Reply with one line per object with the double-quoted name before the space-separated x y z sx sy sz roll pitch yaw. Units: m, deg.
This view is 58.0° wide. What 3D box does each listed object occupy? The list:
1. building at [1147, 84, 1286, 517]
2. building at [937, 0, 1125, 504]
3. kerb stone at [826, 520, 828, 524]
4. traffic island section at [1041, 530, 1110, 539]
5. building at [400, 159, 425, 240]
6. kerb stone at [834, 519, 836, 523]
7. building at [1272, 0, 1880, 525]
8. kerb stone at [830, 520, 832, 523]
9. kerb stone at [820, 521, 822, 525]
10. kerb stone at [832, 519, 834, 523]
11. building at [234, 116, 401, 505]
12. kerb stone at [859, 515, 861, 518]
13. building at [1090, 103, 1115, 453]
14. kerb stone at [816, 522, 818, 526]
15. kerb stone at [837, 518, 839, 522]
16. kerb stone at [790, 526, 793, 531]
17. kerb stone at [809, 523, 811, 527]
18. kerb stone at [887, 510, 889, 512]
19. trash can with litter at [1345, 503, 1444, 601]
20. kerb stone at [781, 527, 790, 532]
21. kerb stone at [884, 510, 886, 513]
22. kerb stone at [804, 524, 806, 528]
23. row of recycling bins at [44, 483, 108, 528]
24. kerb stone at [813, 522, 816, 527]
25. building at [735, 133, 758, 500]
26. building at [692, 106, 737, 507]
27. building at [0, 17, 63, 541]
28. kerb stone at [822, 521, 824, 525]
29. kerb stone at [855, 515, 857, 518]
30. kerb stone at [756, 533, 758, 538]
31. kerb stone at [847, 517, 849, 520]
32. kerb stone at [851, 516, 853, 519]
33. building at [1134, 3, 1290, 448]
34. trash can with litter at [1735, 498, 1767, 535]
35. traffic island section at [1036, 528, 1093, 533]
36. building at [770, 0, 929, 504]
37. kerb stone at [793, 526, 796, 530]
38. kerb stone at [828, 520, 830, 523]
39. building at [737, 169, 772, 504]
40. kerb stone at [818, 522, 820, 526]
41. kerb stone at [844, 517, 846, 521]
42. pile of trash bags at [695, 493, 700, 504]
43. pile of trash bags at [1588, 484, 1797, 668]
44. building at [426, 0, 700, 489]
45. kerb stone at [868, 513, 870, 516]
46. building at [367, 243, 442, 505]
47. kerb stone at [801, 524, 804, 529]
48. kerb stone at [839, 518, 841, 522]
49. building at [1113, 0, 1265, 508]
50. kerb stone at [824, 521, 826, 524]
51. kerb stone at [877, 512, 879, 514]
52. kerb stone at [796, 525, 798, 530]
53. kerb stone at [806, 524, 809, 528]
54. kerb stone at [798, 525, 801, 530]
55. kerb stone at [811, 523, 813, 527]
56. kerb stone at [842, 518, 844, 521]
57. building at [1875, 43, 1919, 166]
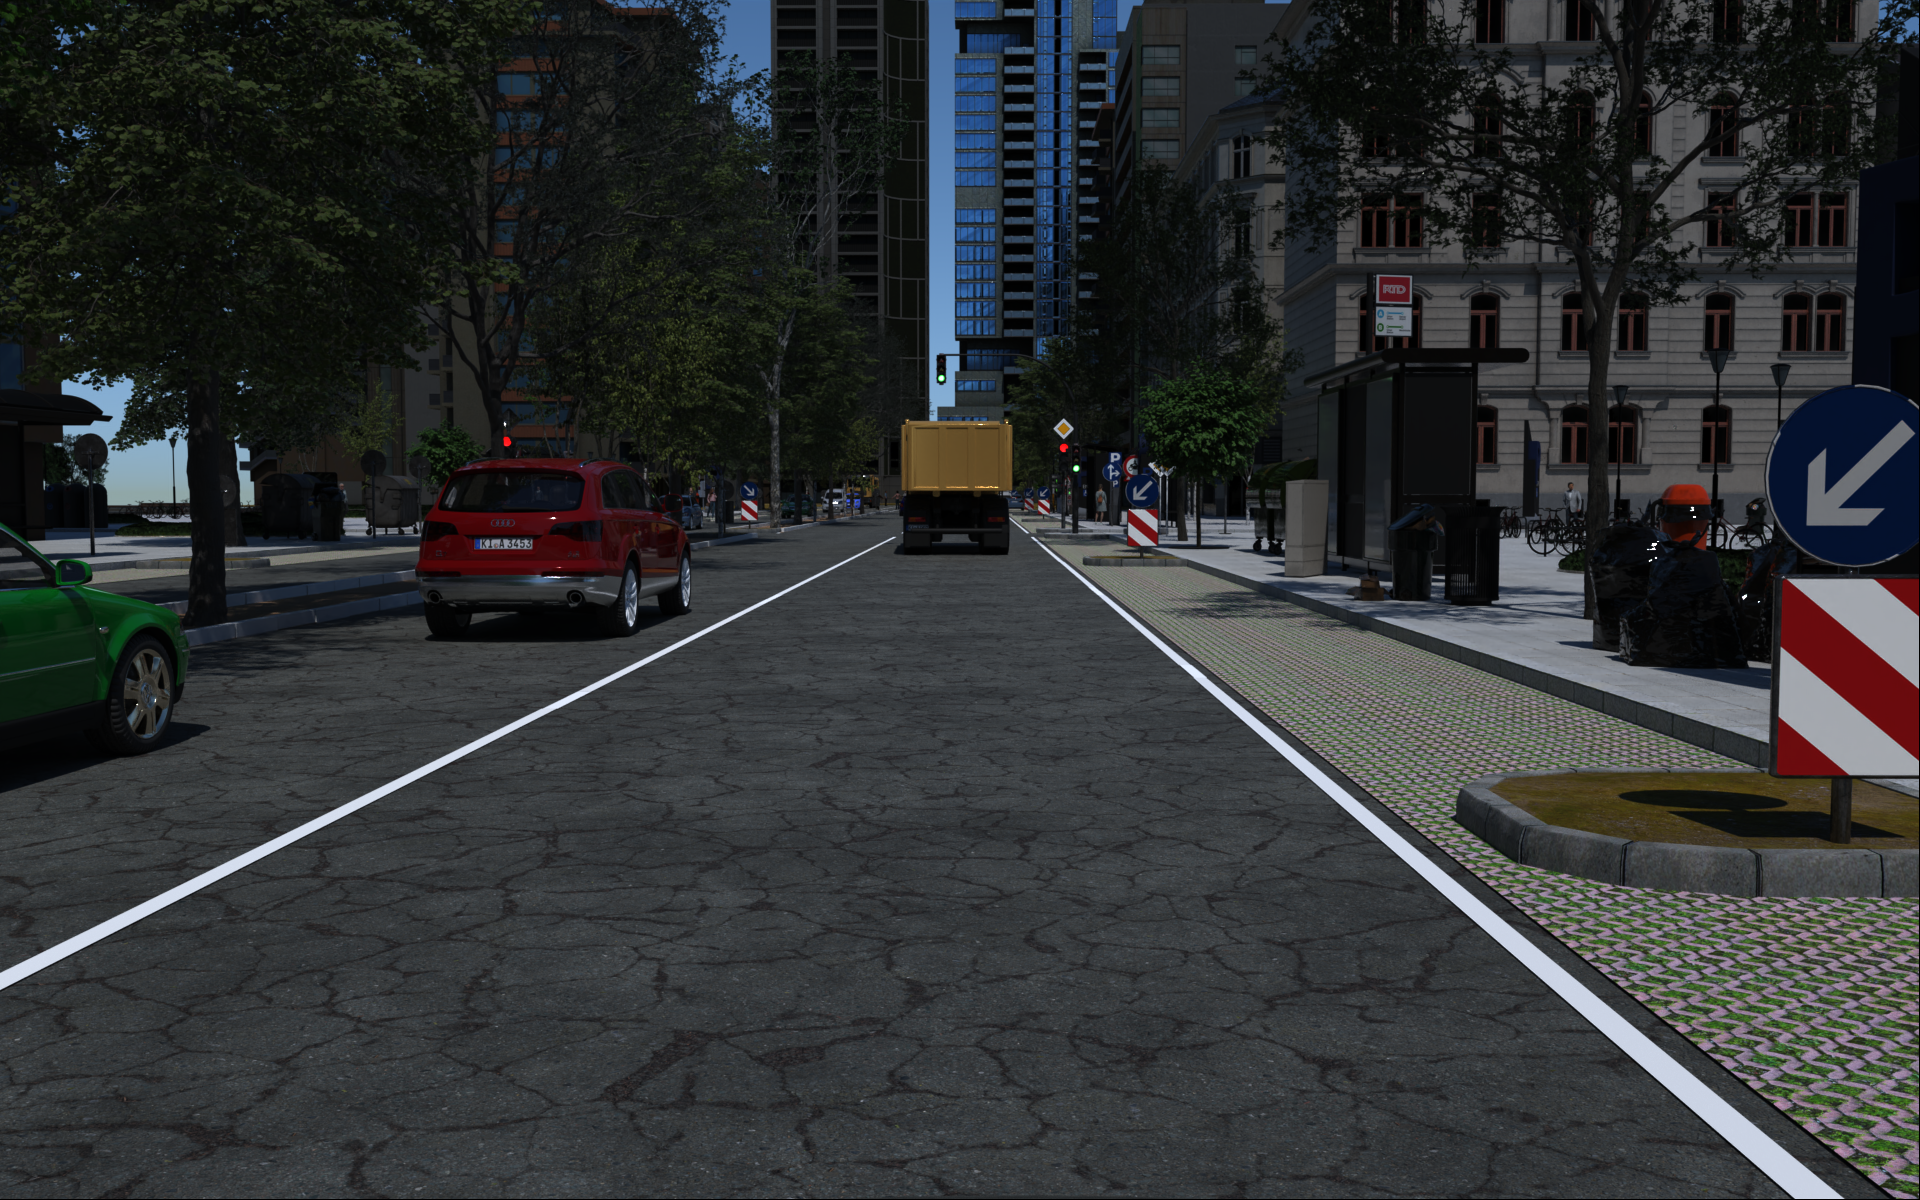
"building" 22.693 -20.826 116.926 17.030 29.872 44.131 0 4 1
"building" 11.030 -56.735 240.280 31.000 86.520 22.319 0 4 1
"kerb stone" -6.442 -3.643 81.808 0.120 0.150 1.000 0 4 1
"traffic island section" 3.757 -2.077 56.247 2.009 0.180 2.903 0 4 1
"building" -72.377 -37.828 242.196 21.600 48.544 21.300 0 4 1
"kerb stone" -6.391 -3.896 85.927 0.120 0.150 1.000 0 4 1
"building" 26.733 -17.753 77.648 23.554 28.519 14.401 0 4 1
"kerb stone" -6.422 -3.765 83.861 0.120 0.150 1.000 0 4 1
"kerb stone" -6.489 -3.458 78.738 0.120 0.150 1.000 0 4 1
"kerb stone" -6.404 -3.834 84.904 0.120 0.150 1.000 0 4 1
"building" -73.775 -33.651 200.298 14.200 45.320 14.600 0 4 1
"kerb stone" -6.175 -4.963 103.338 0.120 0.150 1.000 0 4 1
"building" 25.892 -32.881 192.229 22.147 44.769 28.867 0 4 1
"kerb stone" -6.508 -3.325 76.680 0.120 0.150 1.000 0 4 1
"kerb stone" -6.375 -4.019 87.975 0.120 0.150 1.000 0 4 1
"kerb stone" -6.631 -2.705 66.427 0.120 0.150 1.000 0 4 1
"kerb stone" -6.551 -3.145 73.612 0.120 0.150 1.000 0 4 1
"kerb stone" -5.805 -6.844 134.092 0.120 0.150 1.000 0 4 1
"trash can with litter" 5.232 -0.578 20.842 1.055 1.170 0.624 0 4 -7
"kerb stone" -6.648 -2.643 65.403 0.120 0.150 1.000 0 4 1
"kerb stone" -5.855 -6.593 129.990 0.120 0.150 1.000 0 4 1
"kerb stone" -6.565 -3.012 71.556 0.120 0.150 1.000 0 4 1
"row of recycling bins" -33.937 -3.583 65.699 3.534 1.692 1.069 1 4 12
"kerb stone" -6.516 -3.265 75.657 0.120 0.150 1.000 0 4 1
"building" -38.180 -33.131 196.324 28.867 44.769 22.147 0 4 1
"building" -30.831 -30.155 176.627 14.154 41.232 14.086 0 4 1
"building" -32.146 -23.858 40.197 14.200 45.320 14.600 0 4 1
"kerb stone" -6.476 -3.520 79.763 0.120 0.150 1.000 0 4 1
"kerb stone" -6.223 -4.772 100.265 0.120 0.150 1.000 0 4 1
"kerb stone" -6.749 -2.108 56.661 0.120 0.150 1.000 0 4 1
"kerb stone" -6.293 -4.398 94.109 0.120 0.150 1.000 0 4 1
"kerb stone" -6.253 -4.587 97.192 0.120 0.150 1.000 0 4 1
"building" 21.912 -28.449 148.728 14.154 41.232 14.086 0 4 1
"trash can with litter" 24.922 -2.648 54.686 0.624 1.170 1.055 -1 4 -19
"traffic island section" 3.854 -2.566 64.231 2.009 0.180 2.903 0 4 1
"building" -14.787 -49.032 239.923 20.611 71.187 20.563 0 4 1
"kerb stone" -6.617 -2.762 67.456 0.120 0.150 1.000 0 4 1
"kerb stone" -6.434 -3.709 82.839 0.120 0.150 1.000 0 4 1
"building" -32.229 -35.945 237.806 14.200 45.320 14.600 0 4 1
"kerb stone" -6.496 -3.395 77.707 0.120 0.150 1.000 0 4 1
"kerb stone" -6.319 -4.267 92.065 0.120 0.150 1.000 0 4 1
"pile of trash bags" -16.957 -5.815 104.824 3.447 1.369 1.912 3 5 41
"pile of trash bags" 6.175 -0.276 14.261 1.912 1.369 3.447 1 4 13
"building" -35.139 -30.612 155.133 22.147 44.769 28.867 0 4 1
"kerb stone" -6.077 -5.465 111.543 0.120 0.150 1.000 0 4 1
"building" -59.614 -26.270 201.211 14.107 30.474 14.160 0 4 1
"kerb stone" -6.577 -2.956 70.534 0.120 0.150 1.000 0 4 1
"kerb stone" -6.352 -4.086 88.997 0.120 0.150 1.000 0 4 1
"building" 26.307 -33.224 166.920 21.300 48.544 21.600 0 4 1
"kerb stone" -6.460 -3.577 80.786 0.120 0.150 1.000 0 4 1
"kerb stone" -5.957 -6.092 121.795 0.120 0.150 1.000 0 4 1
"kerb stone" -6.611 -2.831 68.490 0.120 0.150 1.000 0 4 1
"kerb stone" -6.552 -3.079 72.583 0.120 0.150 1.000 0 4 1
"kerb stone" -6.597 -2.894 69.512 0.120 0.150 1.000 0 4 1
"kerb stone" -6.533 -3.207 74.634 0.120 0.150 1.000 0 4 1
"kerb stone" -6.338 -4.211 91.042 0.120 0.150 1.000 0 4 1
"building" 47.820 -13.892 76.278 18.267 20.994 9.793 0 4 1
